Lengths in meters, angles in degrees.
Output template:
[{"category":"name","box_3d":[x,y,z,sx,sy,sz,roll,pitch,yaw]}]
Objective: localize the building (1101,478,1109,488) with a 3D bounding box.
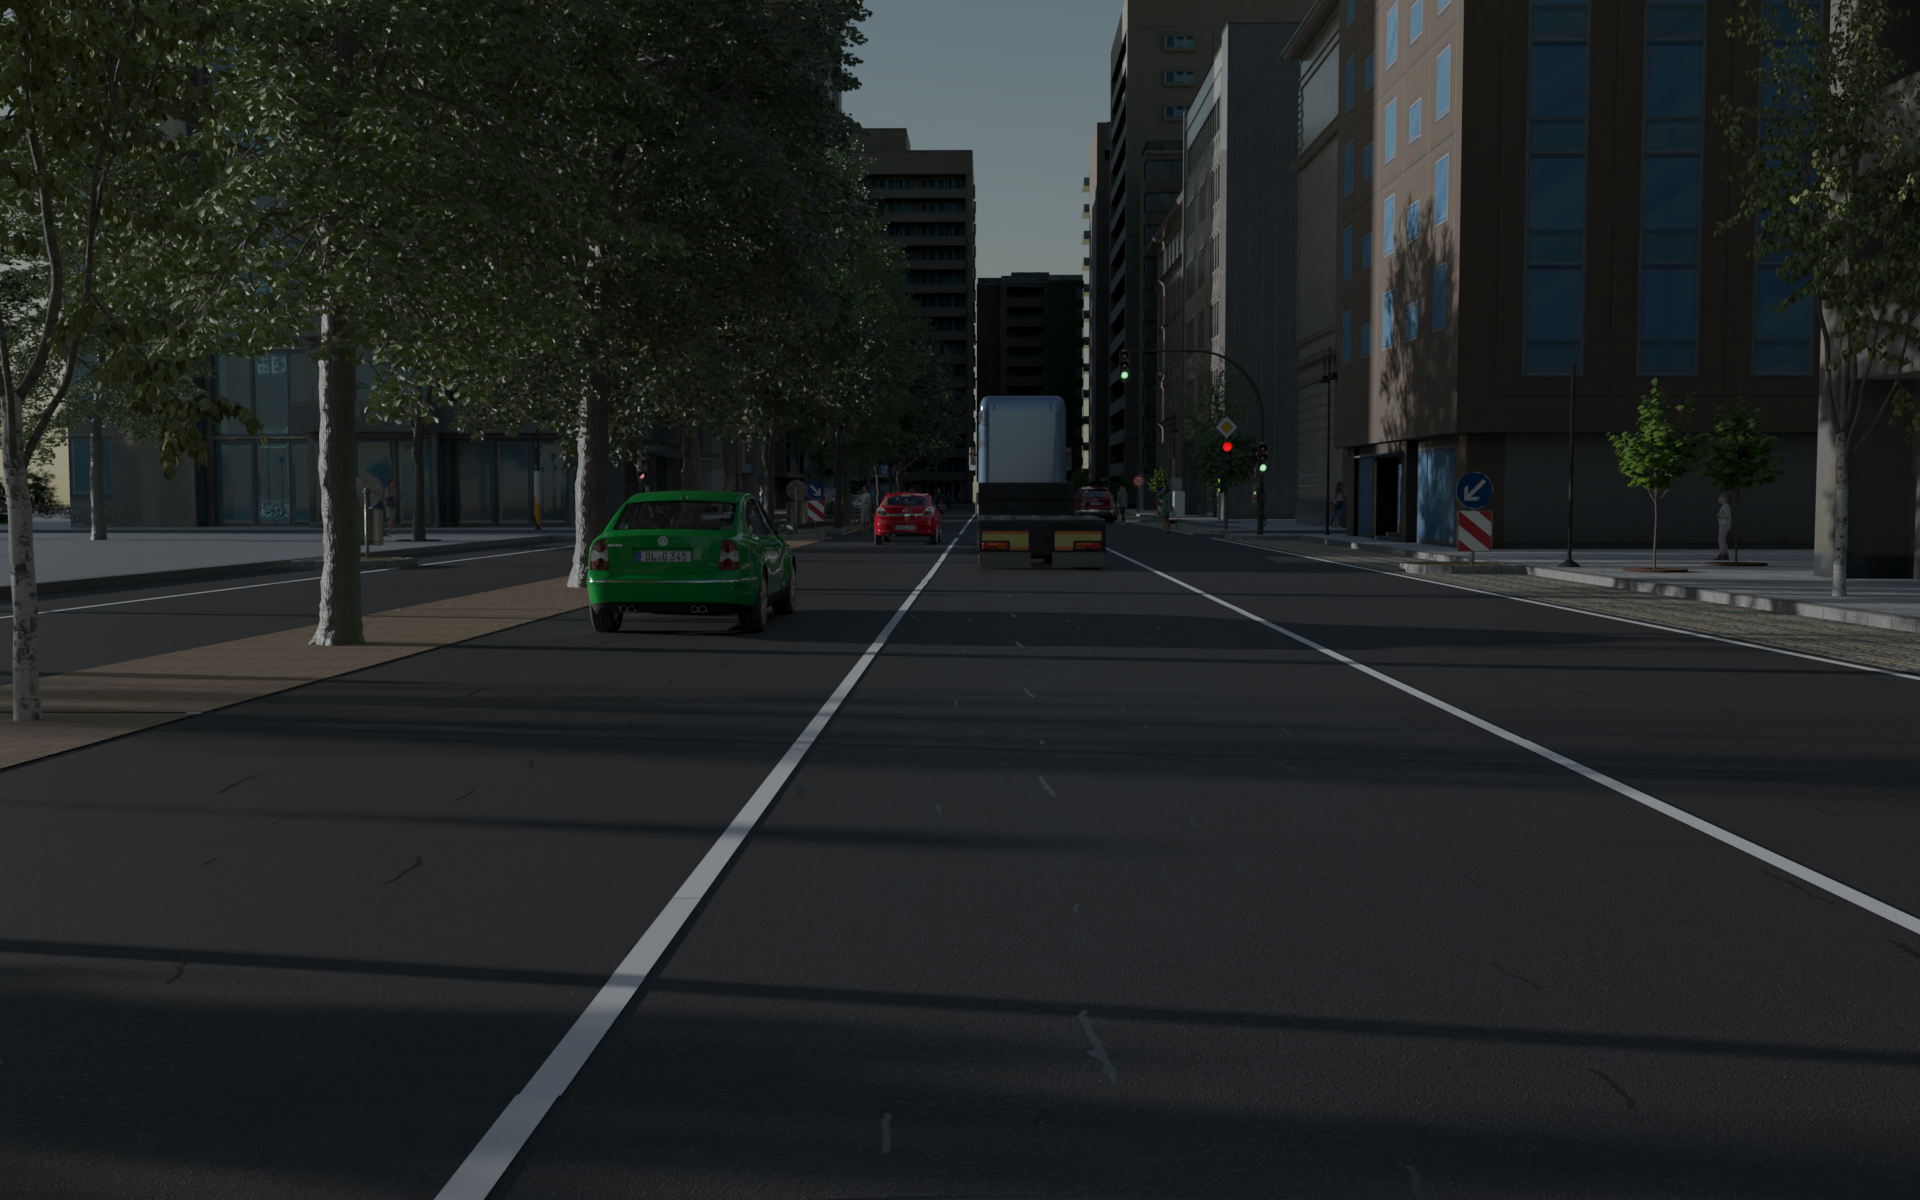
[{"category":"building","box_3d":[31.610,-30.174,185.219,32.217,40.220,23.993,0,4,1]}]

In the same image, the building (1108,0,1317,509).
[{"category":"building","box_3d":[25.411,-32.943,162.315,21.300,48.544,21.600,0,4,1]}]

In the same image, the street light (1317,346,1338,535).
[{"category":"street light","box_3d":[11.544,-4.982,54.245,0.468,5.910,1.993,0,4,1]}]

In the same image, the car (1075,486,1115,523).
[{"category":"car","box_3d":[6.653,-4.808,87.279,2.281,1.827,5.304,0,4,0]}]

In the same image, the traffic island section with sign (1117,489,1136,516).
[{"category":"traffic island section with sign","box_3d":[10.539,-6.462,114.288,1.989,1.847,2.006,0,4,1]}]

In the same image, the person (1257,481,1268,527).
[{"category":"person","box_3d":[11.698,-3.712,67.070,0.444,1.785,0.601,3,5,41]}]

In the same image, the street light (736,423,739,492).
[{"category":"street light","box_3d":[-13.018,-7.839,100.956,0.468,5.910,1.993,0,4,1]}]

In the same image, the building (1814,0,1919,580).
[{"category":"building","box_3d":[23.818,-23.929,14.945,21.300,48.544,21.600,0,4,1]}]

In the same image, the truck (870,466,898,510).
[{"category":"truck","box_3d":[-6.474,-10.337,158.775,2.967,4.110,18.799,0,4,3]}]

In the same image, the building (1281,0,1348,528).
[{"category":"building","box_3d":[23.624,-14.690,69.059,19.941,23.489,11.050,0,4,1]}]

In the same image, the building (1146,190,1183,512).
[{"category":"building","box_3d":[22.499,-17.670,122.185,16.112,22.955,30.059,0,4,1]}]

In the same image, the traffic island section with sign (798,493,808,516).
[{"category":"traffic island section with sign","box_3d":[-10.368,-6.487,114.688,1.989,1.847,2.006,0,4,1]}]

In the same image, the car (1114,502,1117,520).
[{"category":"car","box_3d":[7.703,-5.080,95.631,1.945,1.354,3.894,0,3,0]}]

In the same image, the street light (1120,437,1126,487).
[{"category":"street light","box_3d":[12.933,-10.034,136.849,0.468,5.910,1.993,0,4,1]}]

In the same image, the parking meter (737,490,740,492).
[{"category":"parking meter","box_3d":[-12.628,-5.572,99.506,0.372,1.533,0.369,0,3,0]}]

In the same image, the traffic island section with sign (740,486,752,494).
[{"category":"traffic island section with sign","box_3d":[-10.837,-4.837,87.709,1.989,1.847,2.006,0,4,1]}]

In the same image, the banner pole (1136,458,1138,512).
[{"category":"banner pole","box_3d":[12.385,-8.023,121.193,0.401,3.779,0.863,1,4,12]}]

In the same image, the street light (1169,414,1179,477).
[{"category":"street light","box_3d":[12.278,-7.739,99.328,0.468,5.910,1.993,0,4,1]}]

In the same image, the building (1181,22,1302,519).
[{"category":"building","box_3d":[19.558,-17.067,97.065,12.078,24.808,19.932,0,4,1]}]

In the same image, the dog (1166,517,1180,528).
[{"category":"dog","box_3d":[8.805,-3.217,71.879,0.540,0.507,0.406,-2,4,-31]}]

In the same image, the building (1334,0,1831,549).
[{"category":"building","box_3d":[18.395,-24.179,45.433,14.600,45.320,14.200,0,4,1]}]

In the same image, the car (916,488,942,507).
[{"category":"car","box_3d":[-1.738,-3.735,70.847,2.009,1.686,4.222,0,3,0]}]

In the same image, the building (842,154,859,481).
[{"category":"building","box_3d":[-19.302,-31.989,206.622,14.086,41.232,14.154,0,4,1]}]

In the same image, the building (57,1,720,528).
[{"category":"building","box_3d":[-24.119,-28.020,77.729,23.786,49.044,30.456,0,4,1]}]

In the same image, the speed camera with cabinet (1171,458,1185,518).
[{"category":"speed camera with cabinet","box_3d":[11.889,-6.120,94.405,0.660,3.252,2.038,0,4,2]}]

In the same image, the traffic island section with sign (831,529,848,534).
[{"category":"traffic island section with sign","box_3d":[-5.150,-3.335,62.659,2.006,1.907,1.989,0,4,1]}]

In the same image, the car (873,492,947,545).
[{"category":"car","box_3d":[-1.478,-2.523,50.299,2.155,1.783,4.494,0,4,2]}]

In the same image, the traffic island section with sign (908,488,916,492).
[{"category":"traffic island section with sign","box_3d":[-3.854,-7.930,137.786,2.006,1.907,1.989,0,4,1]}]

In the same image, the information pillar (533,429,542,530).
[{"category":"information pillar","box_3d":[-15.205,-4.335,62.234,0.183,3.616,0.504,-2,4,-29]}]

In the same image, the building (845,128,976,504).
[{"category":"building","box_3d":[-8.706,-37.229,232.396,21.600,48.544,21.300,0,4,1]}]

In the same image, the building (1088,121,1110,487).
[{"category":"building","box_3d":[22.525,-33.894,204.284,14.600,45.320,14.200,0,4,1]}]

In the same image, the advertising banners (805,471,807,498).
[{"category":"advertising banners","box_3d":[-11.916,-8.304,131.953,0.090,3.025,2.074,1,4,11]}]

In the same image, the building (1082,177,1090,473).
[{"category":"building","box_3d":[31.643,-37.563,233.757,30.456,49.044,23.786,0,4,1]}]

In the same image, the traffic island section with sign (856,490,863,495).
[{"category":"traffic island section with sign","box_3d":[-9.501,-9.555,164.853,1.989,1.847,2.006,0,4,1]}]

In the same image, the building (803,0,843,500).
[{"category":"building","box_3d":[-23.943,-39.075,180.874,21.231,58.520,28.212,0,4,1]}]

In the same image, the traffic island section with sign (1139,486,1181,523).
[{"category":"traffic island section with sign","box_3d":[10.083,-4.814,87.337,1.989,1.847,2.006,0,4,1]}]

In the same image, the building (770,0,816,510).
[{"category":"building","box_3d":[-24.339,-30.454,152.546,22.147,44.769,28.867,0,4,1]}]

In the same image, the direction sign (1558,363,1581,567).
[{"category":"direction sign","box_3d":[10.723,-2.347,30.371,0.379,3.537,0.876,1,4,22]}]

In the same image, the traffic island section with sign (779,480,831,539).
[{"category":"traffic island section with sign","box_3d":[-5.289,-2.882,55.253,2.006,1.907,1.989,0,4,1]}]

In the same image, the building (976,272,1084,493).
[{"category":"building","box_3d":[9.073,-27.937,228.476,14.107,30.474,14.160,0,4,1]}]

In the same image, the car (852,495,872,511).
[{"category":"car","box_3d":[-7.724,-7.301,131.728,2.083,1.381,4.827,0,4,2]}]

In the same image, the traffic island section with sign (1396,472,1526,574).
[{"category":"traffic island section with sign","box_3d":[9.113,-1.416,31.775,1.989,1.847,2.006,0,4,1]}]

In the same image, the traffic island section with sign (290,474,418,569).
[{"category":"traffic island section with sign","box_3d":[-11.777,-1.547,33.928,1.989,1.847,2.006,0,4,1]}]

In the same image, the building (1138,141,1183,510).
[{"category":"building","box_3d":[21.817,-22.810,144.637,14.160,30.474,14.107,0,4,1]}]

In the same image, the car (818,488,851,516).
[{"category":"car","box_3d":[-7.707,-5.811,103.676,2.281,1.827,5.304,0,4,2]}]

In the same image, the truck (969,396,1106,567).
[{"category":"truck","box_3d":[1.649,-3.185,41.827,2.967,4.110,18.799,0,4,1]}]

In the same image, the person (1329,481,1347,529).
[{"category":"person","box_3d":[13.698,-3.442,62.914,0.593,1.750,0.643,-1,4,-12]}]

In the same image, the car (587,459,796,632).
[{"category":"car","box_3d":[-2.890,-0.644,19.330,1.959,1.807,4.718,0,4,1]}]

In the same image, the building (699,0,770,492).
[{"category":"building","box_3d":[-22.038,-27.315,130.198,14.154,41.232,14.086,0,4,1]}]
